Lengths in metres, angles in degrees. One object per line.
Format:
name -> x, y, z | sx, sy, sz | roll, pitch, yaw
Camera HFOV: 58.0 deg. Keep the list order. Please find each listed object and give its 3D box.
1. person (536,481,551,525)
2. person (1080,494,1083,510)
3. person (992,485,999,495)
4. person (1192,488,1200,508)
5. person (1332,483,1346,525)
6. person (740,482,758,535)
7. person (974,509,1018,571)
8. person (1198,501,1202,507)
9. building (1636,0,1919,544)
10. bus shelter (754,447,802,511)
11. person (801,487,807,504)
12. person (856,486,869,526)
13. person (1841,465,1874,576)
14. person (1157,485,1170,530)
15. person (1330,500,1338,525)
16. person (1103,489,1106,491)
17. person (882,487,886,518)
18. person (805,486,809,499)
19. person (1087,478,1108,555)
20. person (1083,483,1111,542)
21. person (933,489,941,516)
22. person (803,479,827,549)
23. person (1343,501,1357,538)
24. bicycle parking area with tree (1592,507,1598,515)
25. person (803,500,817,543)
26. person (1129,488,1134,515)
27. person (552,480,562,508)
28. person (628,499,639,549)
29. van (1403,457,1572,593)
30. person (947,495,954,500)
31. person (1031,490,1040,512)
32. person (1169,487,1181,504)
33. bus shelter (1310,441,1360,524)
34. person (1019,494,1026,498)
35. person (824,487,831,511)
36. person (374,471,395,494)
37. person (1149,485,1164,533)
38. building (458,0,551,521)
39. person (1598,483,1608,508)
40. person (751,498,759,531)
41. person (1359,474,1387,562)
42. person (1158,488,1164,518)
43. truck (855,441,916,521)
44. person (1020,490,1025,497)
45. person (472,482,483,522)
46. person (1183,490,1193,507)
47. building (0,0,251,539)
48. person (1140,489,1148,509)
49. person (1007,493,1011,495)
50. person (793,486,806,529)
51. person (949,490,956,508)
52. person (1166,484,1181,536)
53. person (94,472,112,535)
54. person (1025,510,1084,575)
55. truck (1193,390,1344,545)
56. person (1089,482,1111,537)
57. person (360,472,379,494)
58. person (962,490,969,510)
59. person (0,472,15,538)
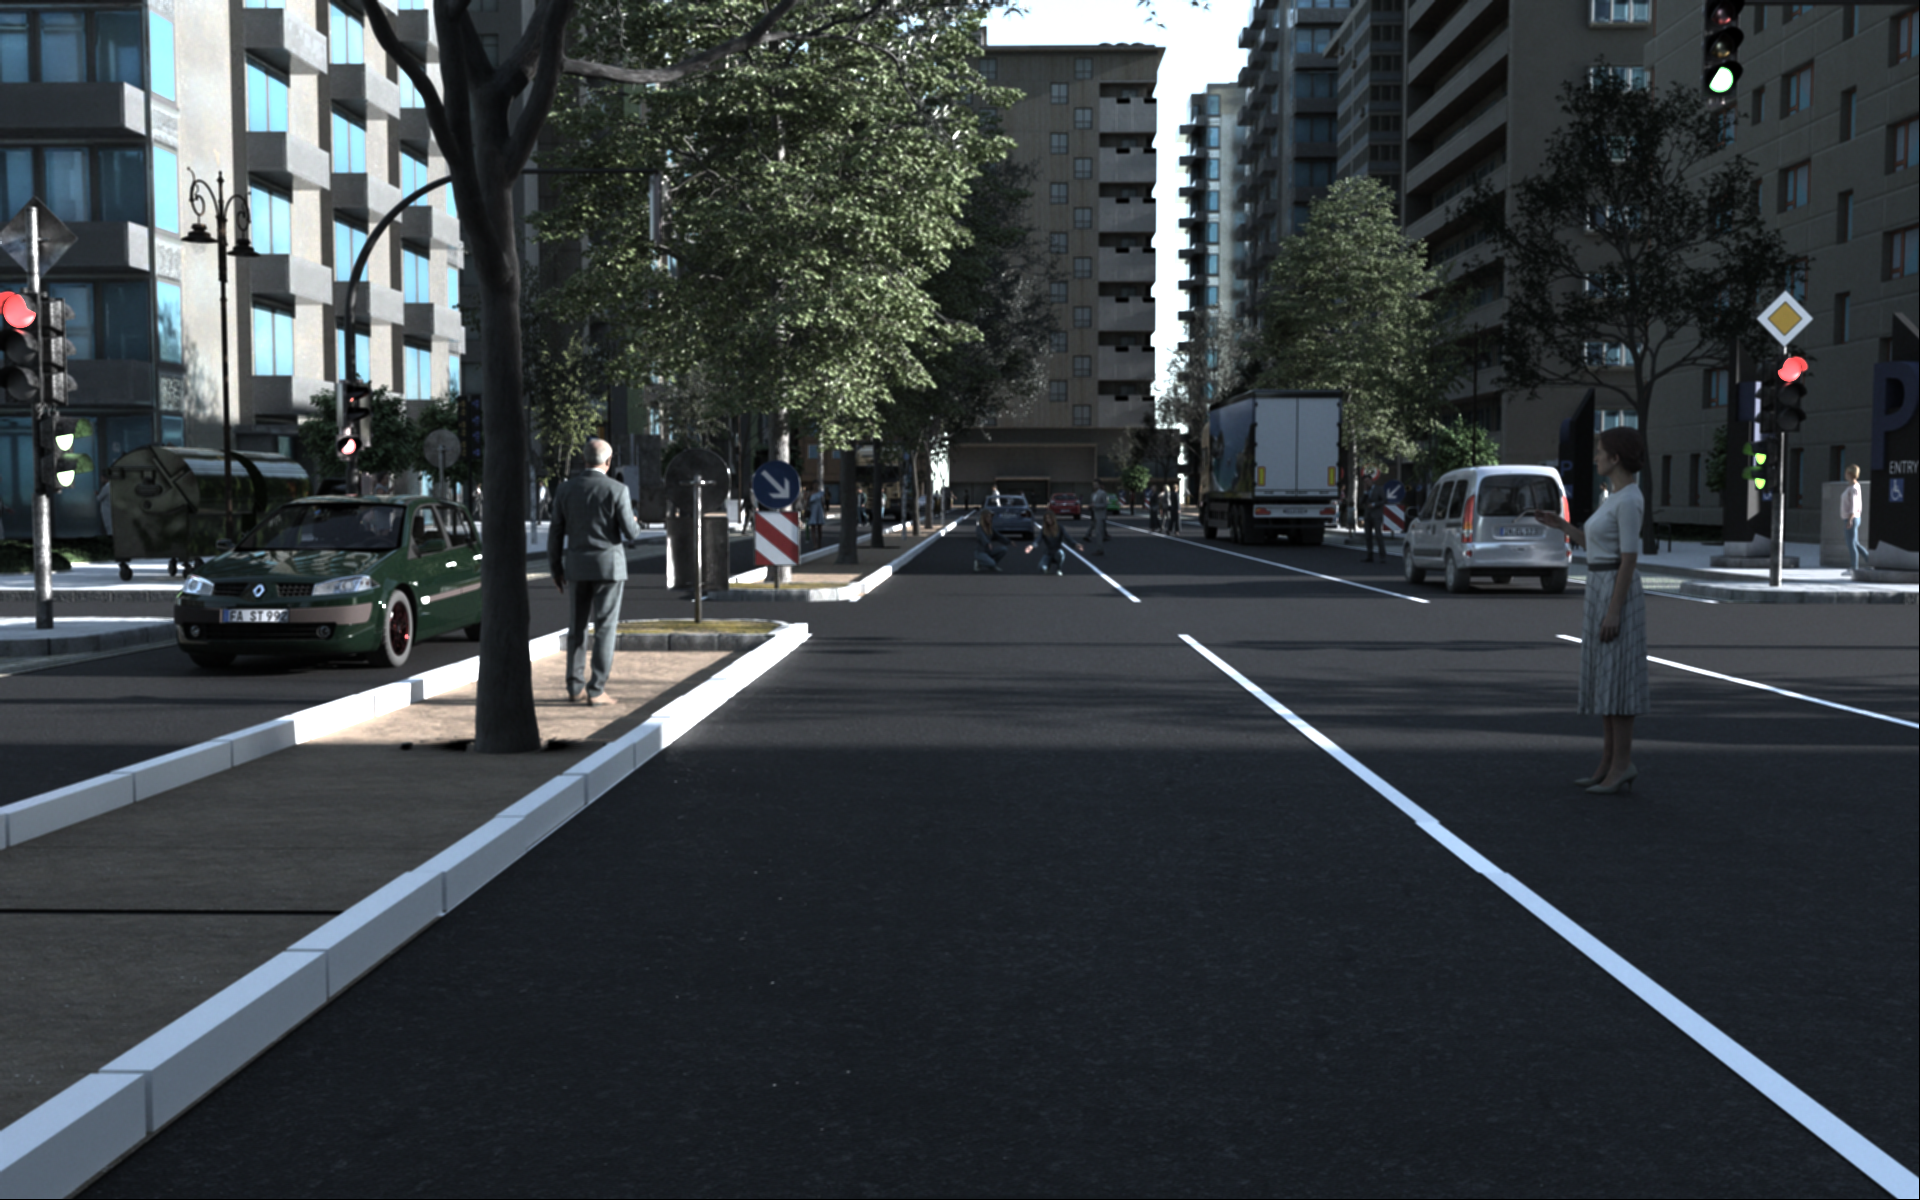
person -> -17.242, -4.017, 71.816 | 0.850, 1.850, 0.679 | 1, 4, 11
person -> 11.196, -9.116, 160.766 | 0.599, 1.433, 0.991 | -1, 4, -11
person -> 1.653, -4.154, 76.270 | 0.795, 1.843, 0.661 | 0, 4, 5
person -> 21.994, -9.388, 159.564 | 1.348, 1.821, 0.705 | 2, 4, 30
person -> 15.782, -3.977, 71.904 | 0.643, 1.720, 0.563 | 1, 4, 12
person -> -7.169, -3.144, 59.679 | 0.755, 1.850, 0.659 | -1, 4, -16
person -> 0.652, -1.119, 32.300 | 0.738, 1.151, 1.012 | 3, 5, 44
person -> 23.647, -9.986, 169.981 | 0.551, 1.740, 0.621 | -1, 4, -17
building -> 36.402, -12.078, 42.518 | 28.899, 21.520, 27.650 | 0, 4, 1
bus shelter -> -9.396, -6.027, 89.830 | 1.731, 3.624, 6.357 | 0, 4, 1
person -> -9.458, -6.018, 105.256 | 1.217, 1.723, 0.721 | -3, 4, -36
person -> -4.495, -4.276, 78.754 | 0.623, 1.781, 0.721 | 2, 4, 24
person -> 14.140, -1.254, 27.212 | 0.598, 1.740, 0.731 | 1, 4, 16
person -> 8.223, -3.723, 69.555 | 0.526, 1.800, 0.537 | 0, 4, -6
person -> 15.798, -3.830, 72.947 | 0.425, 1.301, 0.394 | 1, 4, 13
person -> 9.147, -6.217, 110.941 | 0.721, 1.735, 1.217 | -2, 4, -27
person -> -3.645, -4.276, 78.760 | 0.623, 1.781, 0.721 | 0, 4, 3
person -> -10.651, -6.972, 120.123 | 1.350, 1.814, 0.705 | 0, 4, -5
person -> 3.182, -1.964, 40.804 | 0.583, 1.804, 0.606 | -2, 4, -35
person -> 4.109, -2.643, 51.979 | 0.850, 1.792, 0.678 | -1, 4, -9
person -> -1.408, -6.105, 109.040 | 1.217, 1.736, 0.721 | -2, 4, -24
person -> -3.764, -2.218, 44.858 | 0.616, 1.811, 0.778 | 0, 4, 0
person -> 12.602, -2.600, 56.024 | 0.505, 1.210, 0.382 | 3, 4, 37
bicycle parking area with tree -> 28.803, -4.889, 66.934 | 9.016, 4.147, 8.231 | 0, 4, 1
person -> -4.372, -2.318, 50.648 | 0.306, 1.304, 0.590 | -2, 4, -33
person -> 11.667, -6.690, 117.851 | 0.705, 1.831, 1.348 | 0, 4, 6
person -> -13.371, -3.160, 58.191 | 0.782, 1.767, 0.515 | 1, 4, 20
person -> -8.571, -1.986, 45.251 | 0.425, 1.301, 0.394 | 1, 4, 9
van -> 7.979, -1.192, 26.505 | 2.013, 2.044, 4.112 | 0, 4, 2
person -> -1.252, -9.283, 159.907 | 1.348, 1.869, 0.705 | 0, 4, -6
person -> 5.938, -7.769, 136.332 | 0.742, 1.727, 0.445 | 0, 4, -1
person -> 17.316, -8.251, 140.951 | 1.348, 1.824, 0.705 | -1, 4, -21
bus shelter -> 16.276, -5.225, 76.718 | 1.731, 3.624, 6.357 | 0, 4, 1
person -> 5.566, -9.056, 157.124 | 0.990, 1.755, 0.434 | -1, 4, -17
person -> -9.862, -7.467, 128.224 | 0.705, 1.812, 1.348 | -2, 4, -33
person -> -12.304, -1.883, 37.196 | 0.532, 1.782, 0.716 | 0, 4, -7
person -> 7.246, -3.388, 64.322 | 0.534, 1.772, 0.576 | -2, 4, -33
building -> -24.307, -24.692, 87.314 | 14.154, 41.232, 14.086 | 0, 4, 1
person -> 23.532, -3.444, 63.361 | 0.522, 1.701, 0.512 | 2, 4, 30
person -> -7.858, -3.470, 66.242 | 0.522, 1.701, 0.512 | 1, 4, 19
person -> 8.670, -1.718, 36.395 | 0.447, 1.846, 0.655 | -3, 5, -44
person -> 12.076, -5.814, 103.566 | 1.348, 1.824, 0.705 | -2, 4, -30
truck -> -4.019, -6.441, 94.220 | 2.839, 4.237, 11.283 | 0, 4, 3
person -> 4.510, -7.182, 126.865 | 0.436, 1.711, 0.756 | 0, 4, 5
person -> -22.024, -4.464, 78.994 | 0.822, 1.834, 0.622 | 1, 4, 14
person -> 22.547, -10.077, 171.526 | 1.217, 1.736, 0.721 | 3, 5, 40
building -> -30.233, -26.751, 56.981 | 23.786, 49.044, 30.456 | 0, 4, 1
person -> 15.976, -8.722, 149.199 | 0.990, 1.755, 0.434 | 3, 4, 38
person -> 2.629, -4.882, 90.915 | 0.503, 1.515, 0.523 | 1, 4, 14
person -> -7.006, -3.797, 70.803 | 1.509, 1.804, 0.699 | 0, 4, 3
person -> -0.914, -10.211, 175.446 | 1.348, 1.824, 0.705 | 3, 5, 42
person -> 7.411, -3.114, 59.837 | 0.576, 1.772, 0.534 | 3, 4, 37
person -> -19.658, -2.058, 39.879 | 0.466, 1.800, 0.511 | -1, 4, -14
person -> 1.715, -1.023, 30.728 | 1.012, 1.151, 0.738 | 1, 4, 14
truck -> 9.030, -3.863, 52.073 | 2.839, 4.237, 11.283 | 0, 3, 0
person -> 4.659, -3.041, 58.132 | 0.836, 1.842, 0.656 | 2, 4, 25
person -> -14.375, -2.212, 42.184 | 0.580, 1.828, 0.573 | -2, 4, -30
person -> 0.534, -8.910, 154.191 | 0.705, 1.823, 1.348 | 2, 4, 25
person -> -20.080, -1.812, 35.947 | 0.850, 1.792, 0.678 | -2, 4, -25
